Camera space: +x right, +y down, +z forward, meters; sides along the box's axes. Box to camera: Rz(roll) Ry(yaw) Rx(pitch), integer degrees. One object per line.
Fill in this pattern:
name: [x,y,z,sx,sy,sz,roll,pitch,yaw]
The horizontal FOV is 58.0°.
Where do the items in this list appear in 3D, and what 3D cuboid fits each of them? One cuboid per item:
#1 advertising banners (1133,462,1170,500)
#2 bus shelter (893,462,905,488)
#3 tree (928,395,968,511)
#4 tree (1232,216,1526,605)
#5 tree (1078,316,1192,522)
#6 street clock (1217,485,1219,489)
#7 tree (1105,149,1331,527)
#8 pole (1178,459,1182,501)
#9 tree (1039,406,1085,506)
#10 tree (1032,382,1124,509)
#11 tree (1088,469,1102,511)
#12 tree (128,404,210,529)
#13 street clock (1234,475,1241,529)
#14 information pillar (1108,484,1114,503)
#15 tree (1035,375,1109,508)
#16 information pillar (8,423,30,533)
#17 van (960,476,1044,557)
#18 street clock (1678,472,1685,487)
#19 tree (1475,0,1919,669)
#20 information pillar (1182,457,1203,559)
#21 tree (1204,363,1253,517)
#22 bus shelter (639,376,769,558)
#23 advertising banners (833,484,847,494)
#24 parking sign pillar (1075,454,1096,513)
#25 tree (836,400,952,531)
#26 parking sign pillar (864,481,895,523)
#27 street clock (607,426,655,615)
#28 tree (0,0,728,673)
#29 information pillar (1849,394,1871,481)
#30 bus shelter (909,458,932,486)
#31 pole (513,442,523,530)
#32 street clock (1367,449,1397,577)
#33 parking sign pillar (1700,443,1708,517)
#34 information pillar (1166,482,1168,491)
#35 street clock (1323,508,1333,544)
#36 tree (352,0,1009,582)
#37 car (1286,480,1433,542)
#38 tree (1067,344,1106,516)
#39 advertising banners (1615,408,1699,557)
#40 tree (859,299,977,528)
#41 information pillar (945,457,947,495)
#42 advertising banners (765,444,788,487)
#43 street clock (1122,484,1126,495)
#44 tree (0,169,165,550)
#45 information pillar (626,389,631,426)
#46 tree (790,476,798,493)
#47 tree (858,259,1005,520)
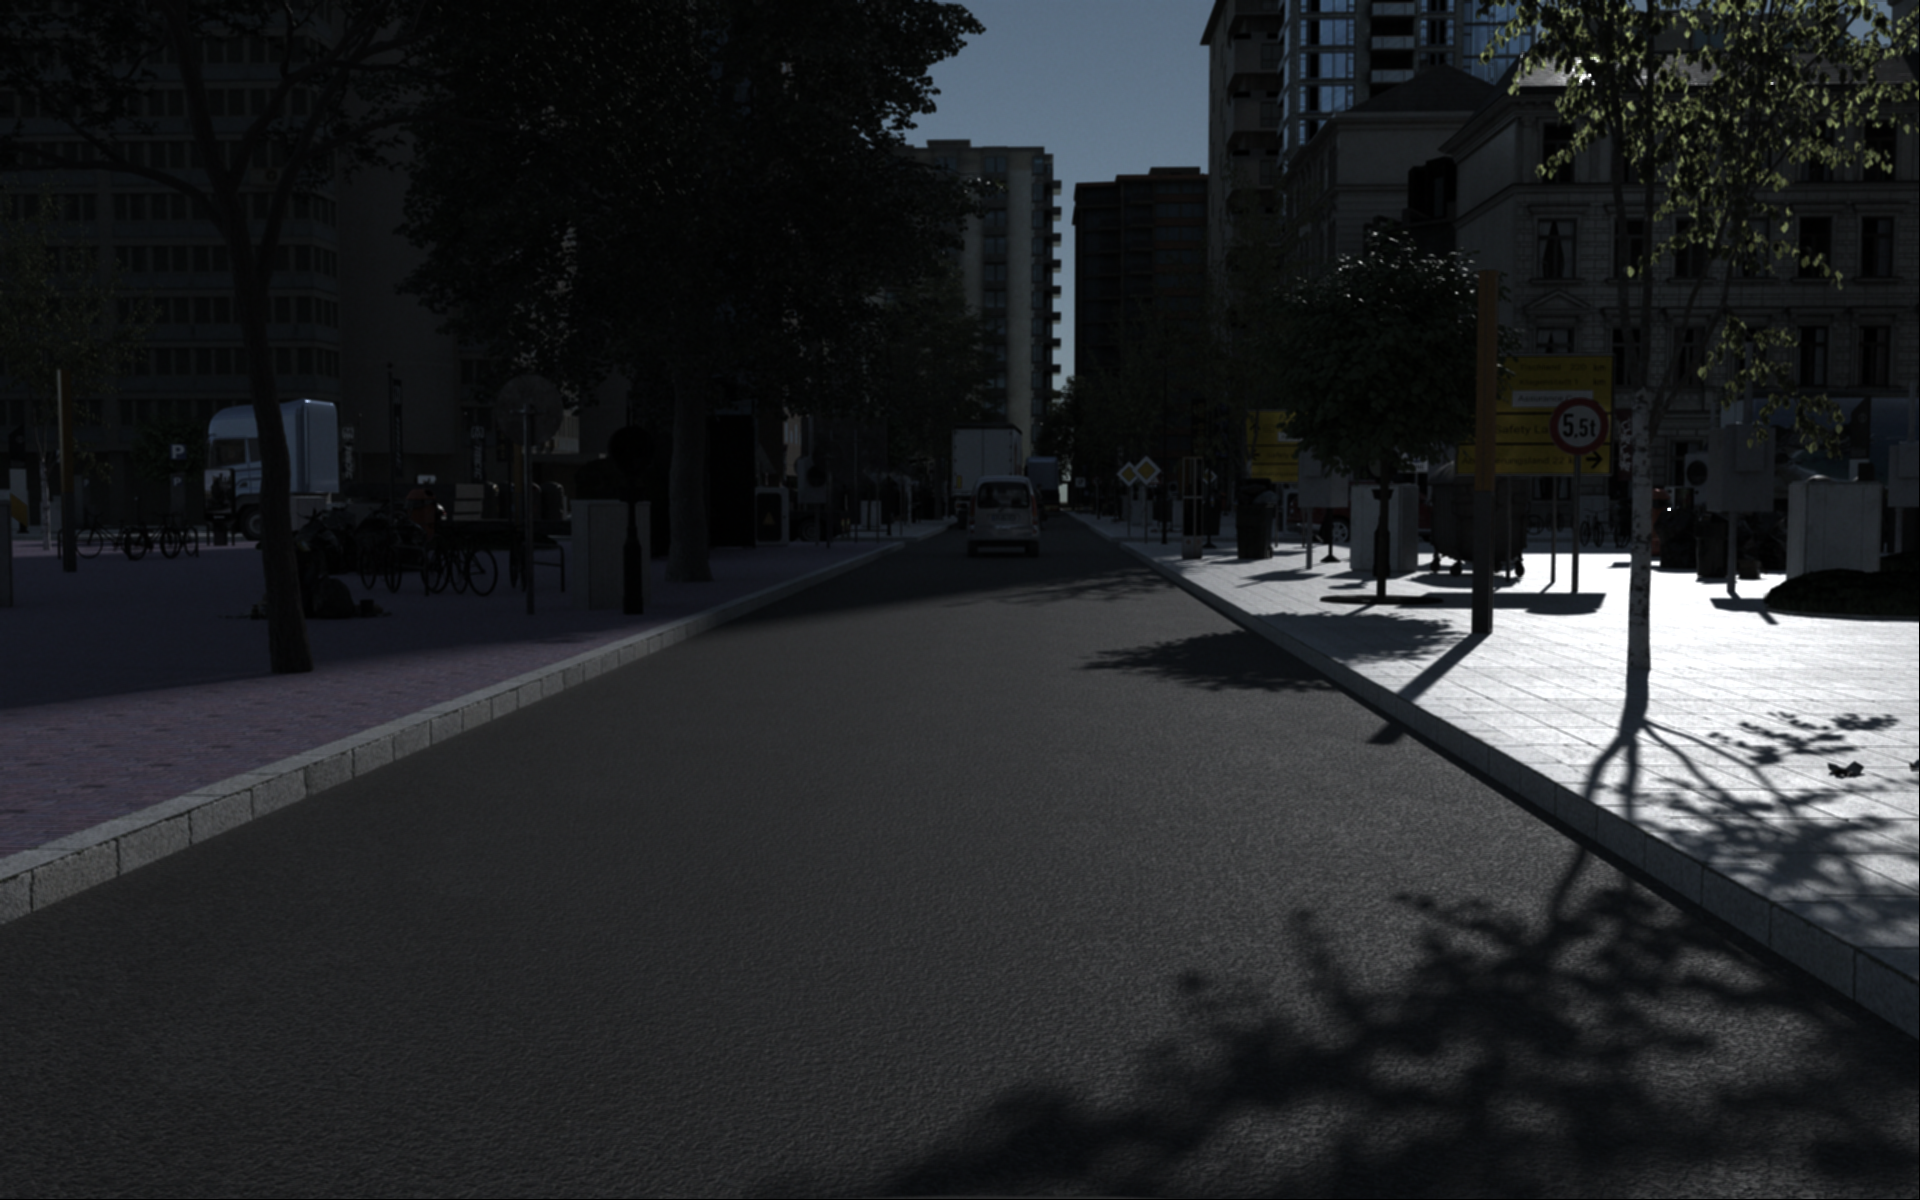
advertising banners: [10.417,-6.008,94.413,2.074,3.025,0.090,-1,4,-8]
bus shelter: [-4.263,-6.424,96.314,1.731,3.624,6.357,0,4,3]
tree: [-0.266,-10.828,127.403,4.737,8.622,4.395,0,3,0]
tree: [4.968,-2.257,20.621,4.285,4.588,4.351,0,3,0]
tree: [7.593,-7.474,72.562,4.360,8.622,3.978,0,3,0]
street clock: [18.022,-7.156,121.575,0.358,2.002,0.471,0,4,-2]
tree: [6.099,-5.325,37.427,4.737,8.622,4.395,0,3,0]
pole: [12.776,-6.521,100.454,0.158,3.312,0.155,0,3,0]
tree: [11.994,-15.844,184.807,9.928,11.665,9.643,0,3,0]
tree: [9.654,-12.834,144.249,8.767,10.594,7.601,-2,4,-34]
tree: [10.116,-8.402,131.971,1.663,3.219,1.824,0,3,0]
tree: [-28.551,-4.842,62.884,4.285,4.588,4.351,0,3,0]
street clock: [10.336,-3.649,64.233,0.358,2.002,0.471,0,4,3]
information pillar: [10.929,-7.390,125.314,0.304,2.012,0.304,-2,4,-35]
tree: [11.104,-15.080,164.680,7.486,12.596,7.792,0,3,0]
information pillar: [-30.839,-3.998,56.729,0.504,3.616,0.183,-3,5,-41]
van: [0.992,-2.064,40.754,2.013,2.044,4.112,0,4,0]
street clock: [24.108,-3.242,57.583,0.471,2.002,0.358,2,4,27]
tree: [5.111,-3.787,12.287,4.360,8.622,3.978,0,3,0]
information pillar: [4.598,-1.821,34.257,0.304,2.012,0.304,3,4,37]
tree: [15.280,-8.966,96.950,4.360,8.622,3.978,0,3,0]
bus shelter: [-5.442,-2.838,37.676,1.731,3.624,6.357,0,4,2]
advertising banners: [-6.352,-5.971,93.807,0.090,3.025,2.074,2,4,32]
parking sign pillar: [8.419,-7.761,115.368,1.447,3.967,1.447,0,4,4]
tree: [-3.203,-4.675,60.153,4.285,4.588,4.351,0,3,0]
parking sign pillar: [-3.591,-5.346,75.873,1.447,3.967,1.447,1,4,14]
street clock: [-3.499,-0.850,18.475,0.471,2.002,0.358,-1,4,-20]
tree: [-5.096,-4.771,12.416,7.601,10.594,8.767,3,4,36]
information pillar: [21.216,-3.027,40.850,0.183,3.616,0.504,-1,4,-22]
bus shelter: [-2.911,-7.554,114.784,1.731,3.624,6.357,0,4,3]
pole: [-10.524,-2.900,41.255,0.158,3.312,0.155,0,3,0]
street clock: [6.544,-1.361,26.829,0.358,2.002,0.471,-2,4,-32]
parking sign pillar: [27.483,-4.553,62.910,1.447,3.967,1.447,-2,4,-32]
information pillar: [12.423,-6.141,104.900,0.304,2.012,0.304,0,4,-7]
street clock: [9.443,-2.435,44.380,0.471,2.002,0.358,2,4,31]
tree: [-3.958,-7.253,25.239,9.857,13.997,8.962,0,3,0]
car: [11.660,-2.380,47.590,5.304,1.827,2.281,0,4,0]
tree: [6.810,-7.088,66.248,4.737,8.622,4.395,0,3,0]
advertising banners: [14.244,-2.403,35.475,2.074,3.025,0.090,-1,4,-17]
tree: [-1.687,-7.068,65.927,4.360,8.622,3.978,0,3,0]
information pillar: [-0.900,-7.236,109.662,0.183,3.616,0.504,0,4,3]
advertising banners: [-6.337,-3.915,60.194,0.090,3.025,2.074,1,4,15]
street clock: [10.516,-6.417,109.481,0.471,2.002,0.358,-1,4,-20]
tree: [-20.623,-5.435,39.222,4.737,8.622,4.395,0,3,0]
information pillar: [-7.364,-2.886,38.547,0.183,3.616,0.504,-1,4,-10]
tree: [-10.869,-7.554,118.115,1.663,3.219,1.824,0,3,0]
tree: [-1.456,-10.166,84.339,7.486,12.596,7.792,0,3,0]
